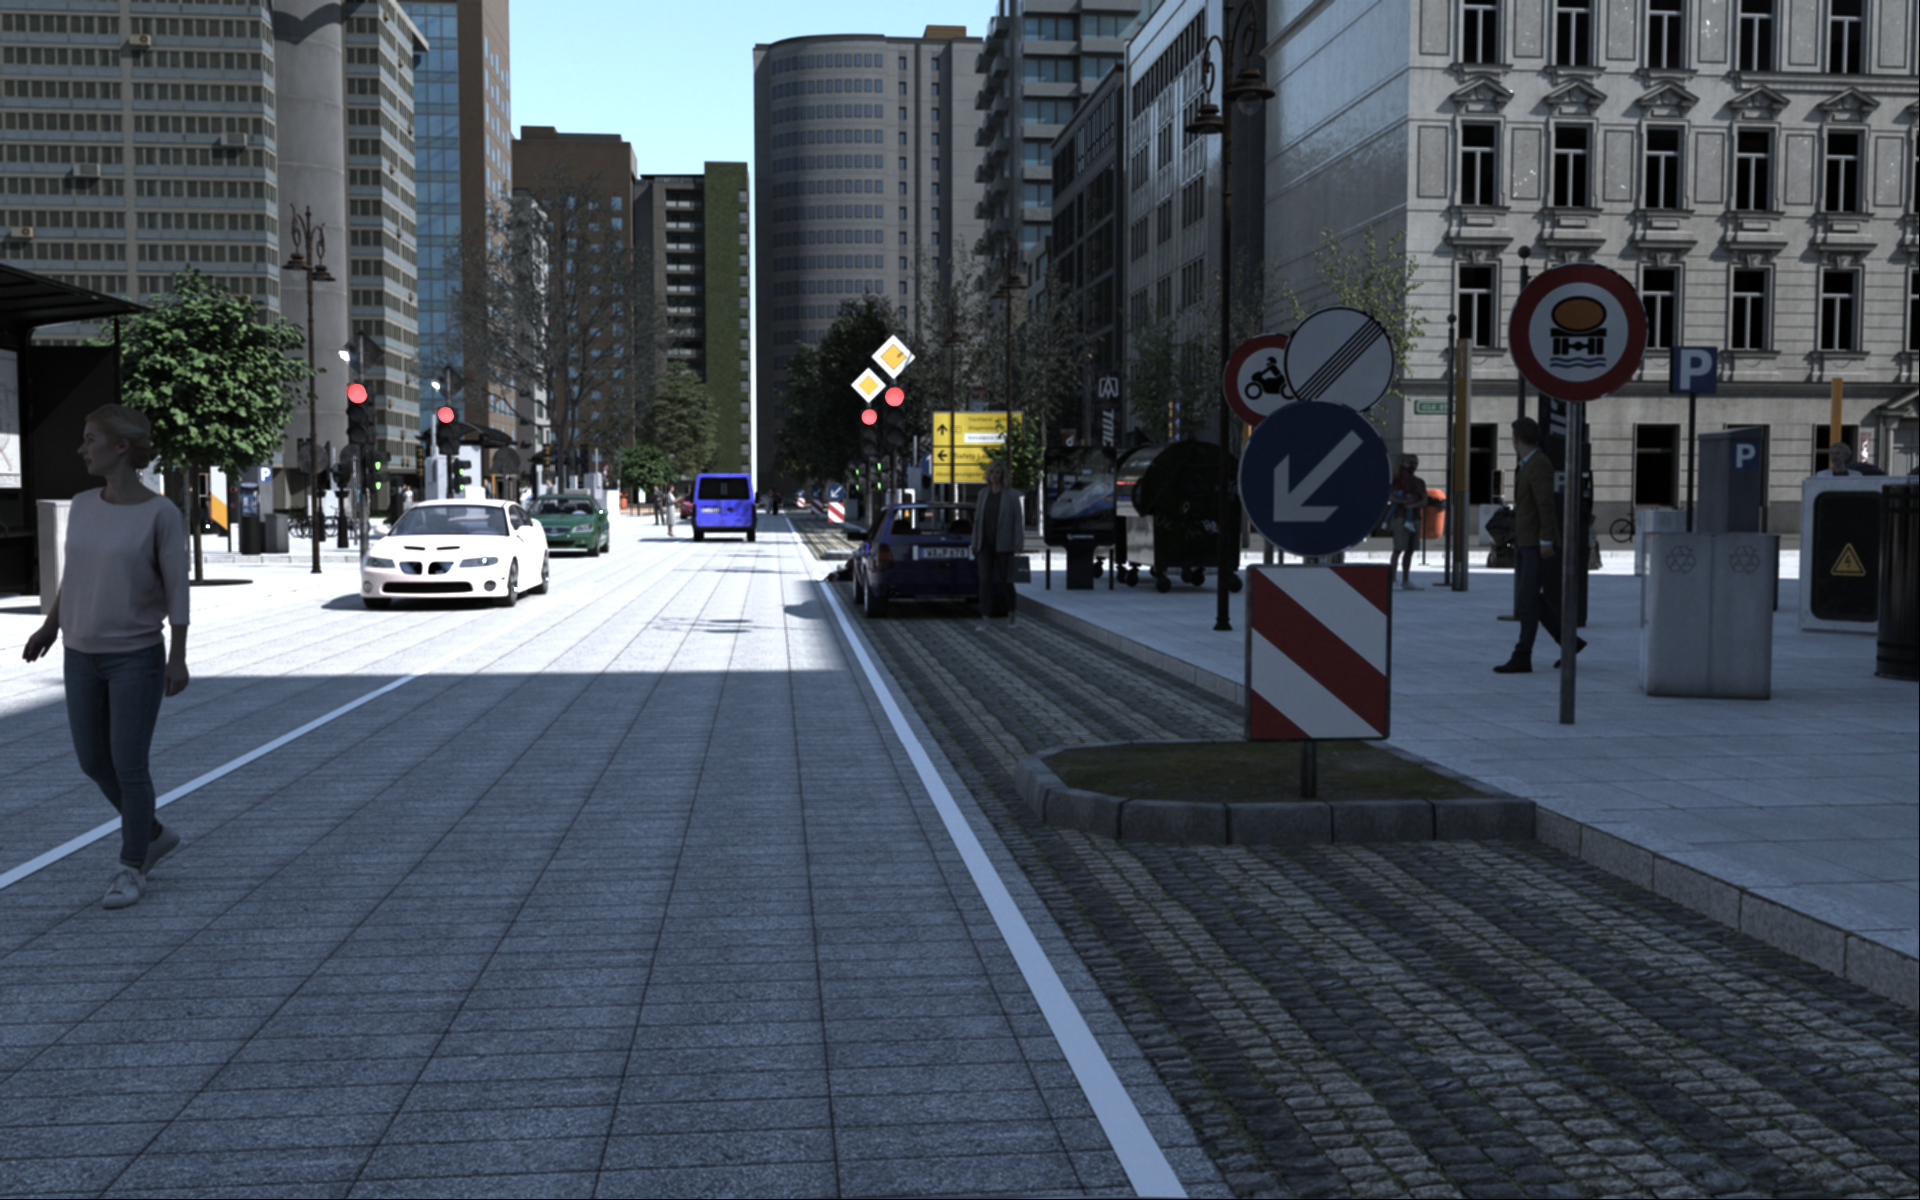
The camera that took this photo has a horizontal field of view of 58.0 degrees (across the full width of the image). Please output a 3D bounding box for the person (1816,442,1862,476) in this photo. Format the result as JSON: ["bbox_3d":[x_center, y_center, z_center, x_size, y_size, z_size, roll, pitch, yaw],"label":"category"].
[{"bbox_3d":[9.504,-0.790,18.837,0.514,1.842,0.818,-1,4,-11],"label":"person"}]

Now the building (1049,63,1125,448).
[{"bbox_3d":[14.115,-18.978,103.791,14.314,27.812,24.014,0,4,-6],"label":"building"}]

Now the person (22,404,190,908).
[{"bbox_3d":[-3.006,0.183,6.188,0.731,1.740,0.598,0,4,4],"label":"person"}]

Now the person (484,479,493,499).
[{"bbox_3d":[-16.148,-3.271,59.735,1.509,1.804,0.699,3,4,38],"label":"person"}]

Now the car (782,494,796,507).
[{"bbox_3d":[-18.174,-10.641,185.975,2.014,1.417,4.499,0,4,-6],"label":"car"}]

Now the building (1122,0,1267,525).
[{"bbox_3d":[15.590,-16.115,81.507,12.078,24.808,19.932,0,4,-6],"label":"building"}]

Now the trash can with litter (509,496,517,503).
[{"bbox_3d":[-28.540,-6.016,109.743,1.055,1.170,0.624,-1,4,-14],"label":"trash can with litter"}]

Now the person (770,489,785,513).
[{"bbox_3d":[-14.077,-7.578,132.358,1.348,1.831,0.705,0,4,1],"label":"person"}]

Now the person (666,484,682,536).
[{"bbox_3d":[-9.685,-3.028,58.581,0.524,1.755,0.480,-2,4,-24],"label":"person"}]

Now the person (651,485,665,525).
[{"bbox_3d":[-13.790,-4.334,79.173,0.655,1.846,0.447,1,4,13],"label":"person"}]

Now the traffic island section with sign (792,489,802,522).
[{"bbox_3d":[-7.562,-4.980,90.044,1.989,1.847,2.006,0,4,-6],"label":"traffic island section with sign"}]

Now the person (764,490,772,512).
[{"bbox_3d":[-15.372,-7.972,139.554,0.721,1.743,1.217,3,4,36],"label":"person"}]

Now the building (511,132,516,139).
[{"bbox_3d":[-65.295,-36.181,215.260,21.600,48.544,21.300,0,4,-6],"label":"building"}]

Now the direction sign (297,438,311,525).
[{"bbox_3d":[-26.595,-4.795,70.391,0.876,3.537,0.379,2,4,30],"label":"direction sign"}]

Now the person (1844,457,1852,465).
[{"bbox_3d":[12.917,-1.190,25.298,0.447,1.846,0.655,3,4,38],"label":"person"}]

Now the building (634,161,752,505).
[{"bbox_3d":[-33.026,-32.509,215.109,14.086,41.232,14.154,0,4,-6],"label":"building"}]

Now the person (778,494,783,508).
[{"bbox_3d":[-17.933,-9.867,173.052,0.421,1.427,0.697,-2,4,-34],"label":"person"}]

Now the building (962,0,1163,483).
[{"bbox_3d":[13.322,-33.146,161.552,23.786,49.044,30.456,0,4,-6],"label":"building"}]

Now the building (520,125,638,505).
[{"bbox_3d":[-47.177,-34.507,214.298,14.200,45.320,14.600,0,4,-6],"label":"building"}]

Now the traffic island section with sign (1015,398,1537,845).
[{"bbox_3d":[1.298,0.039,7.990,1.989,1.847,2.006,0,4,-6],"label":"traffic island section with sign"}]

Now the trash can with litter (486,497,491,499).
[{"bbox_3d":[-16.061,-2.845,57.900,0.624,1.170,1.055,-3,5,-43],"label":"trash can with litter"}]

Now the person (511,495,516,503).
[{"bbox_3d":[-27.910,-5.967,108.275,0.362,1.253,0.373,-1,4,-15],"label":"person"}]

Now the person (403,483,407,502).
[{"bbox_3d":[-32.171,-5.817,100.511,0.648,1.900,0.474,0,4,1],"label":"person"}]

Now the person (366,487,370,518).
[{"bbox_3d":[-28.589,-4.708,83.353,0.374,1.781,0.599,-1,4,-16],"label":"person"}]

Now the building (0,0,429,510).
[{"bbox_3d":[-51.613,-26.211,120.435,32.217,40.220,23.993,0,4,-6],"label":"building"}]

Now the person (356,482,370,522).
[{"bbox_3d":[-27.386,-4.493,79.368,0.748,1.841,0.638,-3,5,-42],"label":"person"}]

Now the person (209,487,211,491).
[{"bbox_3d":[-29.643,-3.837,69.053,0.520,1.790,0.573,2,4,30],"label":"person"}]

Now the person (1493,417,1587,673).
[{"bbox_3d":[4.193,-0.406,12.594,0.836,1.842,0.656,-1,4,-20],"label":"person"}]

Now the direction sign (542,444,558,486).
[{"bbox_3d":[-18.351,-5.264,78.057,0.876,3.537,0.379,-1,4,-23],"label":"direction sign"}]

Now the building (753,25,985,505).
[{"bbox_3d":[-11.990,-41.513,220.736,28.212,58.520,21.231,0,4,-6],"label":"building"}]

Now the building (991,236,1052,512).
[{"bbox_3d":[17.879,-17.542,131.847,27.650,21.520,28.899,0,4,-6],"label":"building"}]

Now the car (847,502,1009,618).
[{"bbox_3d":[-0.395,-0.536,21.348,1.945,1.354,3.894,0,4,-6],"label":"car"}]

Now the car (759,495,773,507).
[{"bbox_3d":[-20.744,-10.678,186.946,2.083,1.381,4.827,0,4,-7],"label":"car"}]

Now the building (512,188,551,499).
[{"bbox_3d":[-46.745,-24.073,165.292,14.107,30.474,14.160,0,4,-6],"label":"building"}]

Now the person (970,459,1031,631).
[{"bbox_3d":[0.469,-0.579,18.156,0.709,1.800,0.728,2,4,26],"label":"person"}]

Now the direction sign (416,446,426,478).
[{"bbox_3d":[-25.167,-5.483,81.651,0.876,3.537,0.379,-1,4,-14],"label":"direction sign"}]

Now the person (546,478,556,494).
[{"bbox_3d":[-13.920,-3.224,58.879,0.853,1.813,0.709,-3,4,-37],"label":"person"}]

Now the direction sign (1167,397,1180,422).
[{"bbox_3d":[5.001,-2.978,40.679,0.379,3.537,0.876,2,4,25],"label":"direction sign"}]

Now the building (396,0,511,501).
[{"bbox_3d":[-44.309,-29.977,140.237,14.600,45.320,14.200,0,4,-6],"label":"building"}]

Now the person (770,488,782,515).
[{"bbox_3d":[-12.609,-6.707,118.168,0.705,1.823,1.348,2,4,24],"label":"person"}]

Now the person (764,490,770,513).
[{"bbox_3d":[-14.374,-7.338,129.149,0.551,1.740,0.621,3,5,39],"label":"person"}]

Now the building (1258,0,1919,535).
[{"bbox_3d":[34.280,-17.551,63.367,44.131,29.872,17.030,0,4,-6],"label":"building"}]

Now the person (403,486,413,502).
[{"bbox_3d":[-30.722,-5.491,96.388,0.480,1.755,0.524,-1,4,-10],"label":"person"}]

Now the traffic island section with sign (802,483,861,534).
[{"bbox_3d":[-4.657,-3.341,63.245,1.989,1.847,2.006,0,4,-6],"label":"traffic island section with sign"}]

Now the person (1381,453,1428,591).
[{"bbox_3d":[5.906,-1.040,23.020,0.573,1.828,0.580,1,4,22],"label":"person"}]

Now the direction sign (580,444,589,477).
[{"bbox_3d":[-17.013,-5.293,78.532,0.379,3.537,0.876,-2,4,-33],"label":"direction sign"}]

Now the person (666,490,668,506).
[{"bbox_3d":[-31.652,-11.010,186.783,1.217,1.735,0.721,-2,4,-25],"label":"person"}]
